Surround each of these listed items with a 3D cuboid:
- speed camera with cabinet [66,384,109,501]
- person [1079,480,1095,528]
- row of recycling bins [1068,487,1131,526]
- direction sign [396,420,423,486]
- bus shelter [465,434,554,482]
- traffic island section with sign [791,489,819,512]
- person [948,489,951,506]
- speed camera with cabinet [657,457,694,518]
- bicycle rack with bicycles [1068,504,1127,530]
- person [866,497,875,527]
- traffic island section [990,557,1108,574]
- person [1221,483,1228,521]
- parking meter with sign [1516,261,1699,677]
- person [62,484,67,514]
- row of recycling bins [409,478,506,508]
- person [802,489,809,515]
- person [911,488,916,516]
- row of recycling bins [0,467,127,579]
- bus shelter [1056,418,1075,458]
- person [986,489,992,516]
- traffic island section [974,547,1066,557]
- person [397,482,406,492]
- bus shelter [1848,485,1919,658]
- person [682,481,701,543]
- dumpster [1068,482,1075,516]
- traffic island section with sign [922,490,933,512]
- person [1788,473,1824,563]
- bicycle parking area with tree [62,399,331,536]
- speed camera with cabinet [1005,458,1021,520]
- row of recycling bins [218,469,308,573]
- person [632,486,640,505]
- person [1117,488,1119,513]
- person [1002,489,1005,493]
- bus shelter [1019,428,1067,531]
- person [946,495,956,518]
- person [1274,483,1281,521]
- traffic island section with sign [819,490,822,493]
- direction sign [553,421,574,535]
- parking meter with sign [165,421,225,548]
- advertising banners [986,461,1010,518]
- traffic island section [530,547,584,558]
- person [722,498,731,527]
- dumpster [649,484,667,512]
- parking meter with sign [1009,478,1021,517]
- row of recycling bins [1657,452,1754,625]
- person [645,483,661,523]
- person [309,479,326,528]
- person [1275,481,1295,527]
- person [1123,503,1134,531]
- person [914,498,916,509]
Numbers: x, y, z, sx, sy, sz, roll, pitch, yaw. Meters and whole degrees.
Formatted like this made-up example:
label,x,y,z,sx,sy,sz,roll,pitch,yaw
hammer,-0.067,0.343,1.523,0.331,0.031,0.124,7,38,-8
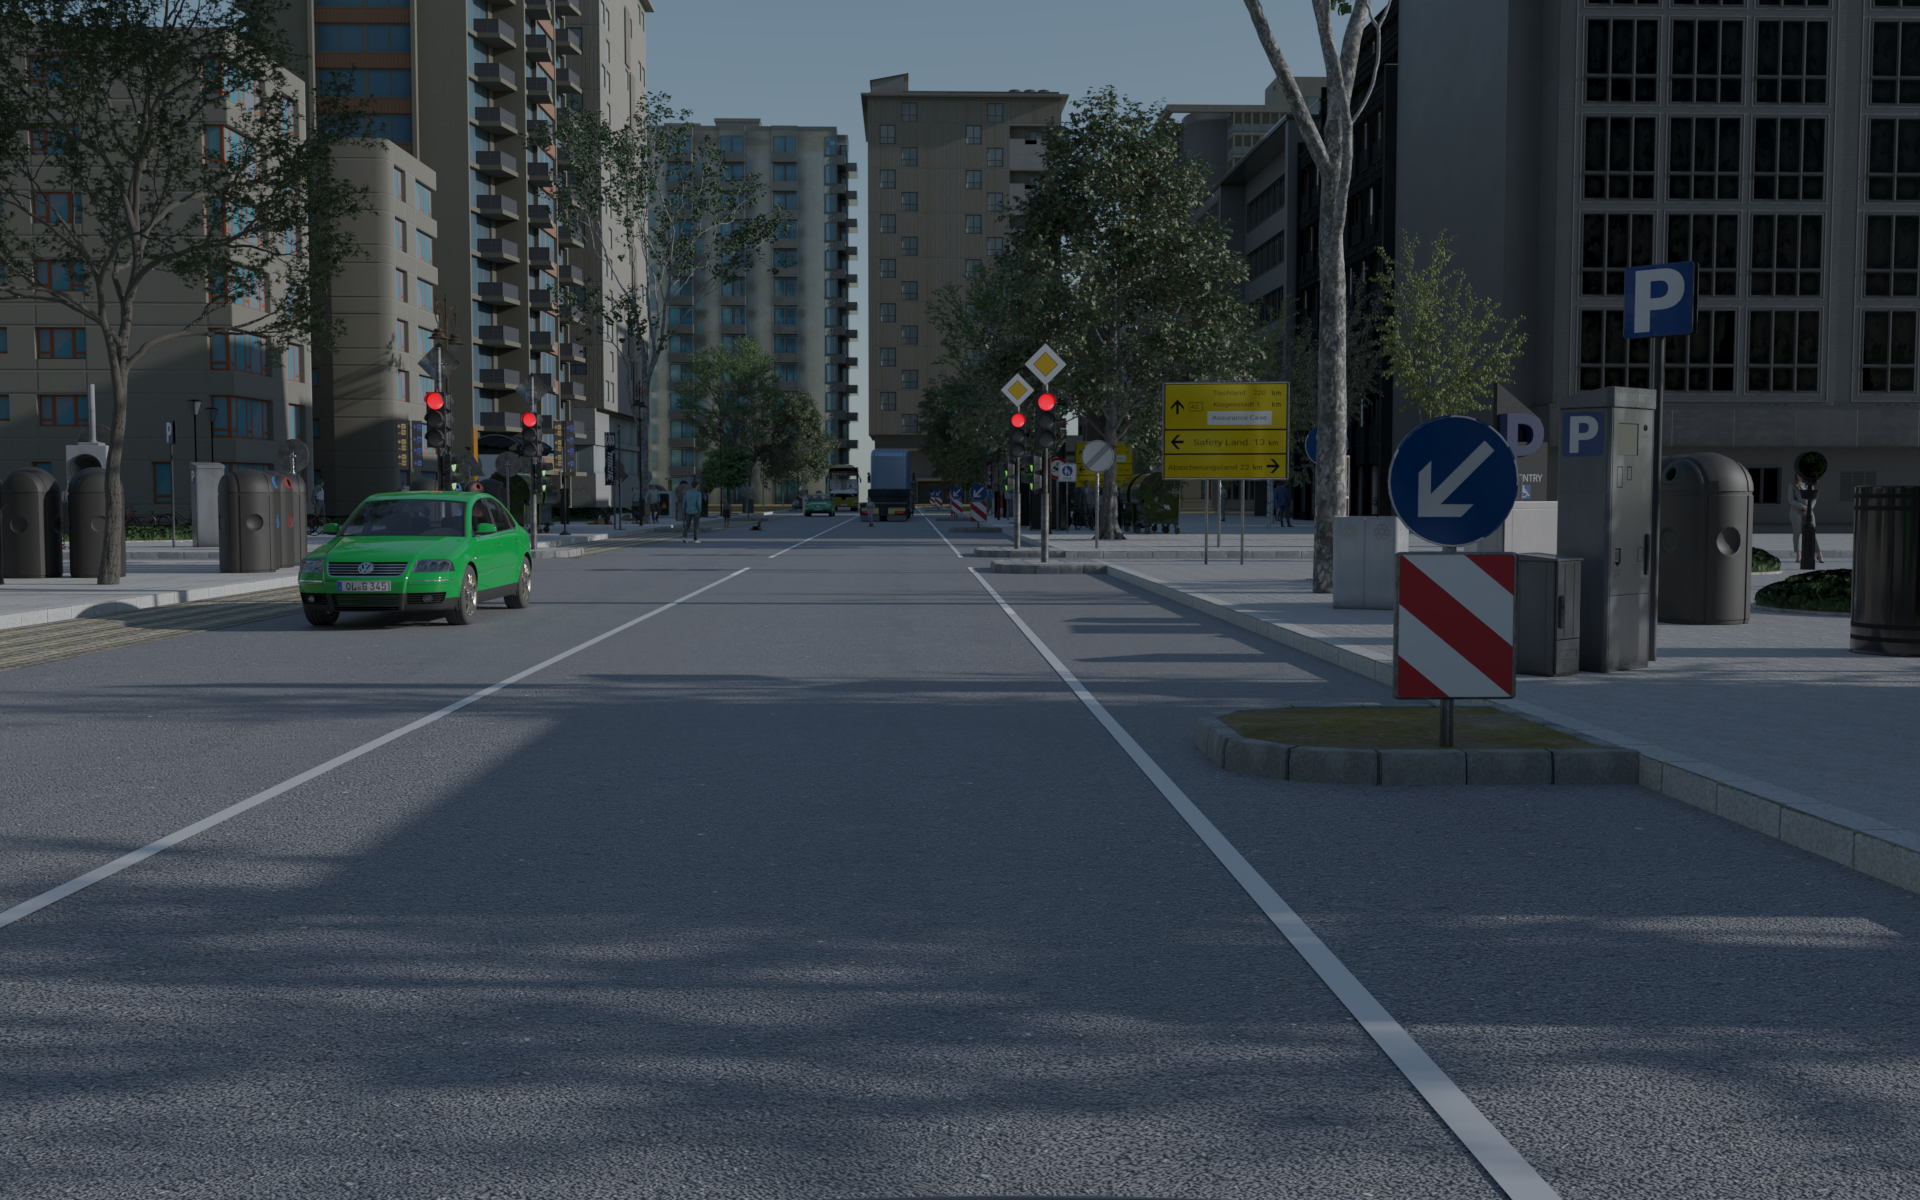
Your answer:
label,x,y,z,sx,sy,sz,roll,pitch,yaw
speed camera with cabinet,-16.286,-2.241,30.971,2.038,3.252,0.660,-1,4,-12
person,4.858,-3.646,65.768,0.709,1.813,0.853,0,4,3
row of recycling bins,5.415,-3.817,69.523,3.534,1.692,1.069,1,4,11
direction sign,-16.874,-3.740,53.150,0.379,3.537,0.876,3,5,40
bus shelter,-15.739,-4.108,61.087,2.014,3.302,5.546,0,4,-2
traffic island section with sign,-12.811,-8.146,141.811,1.989,1.847,2.006,0,4,-2
person,-1.005,-11.133,188.037,0.705,1.831,1.348,2,4,30
speed camera with cabinet,-15.152,-5.993,92.327,2.038,3.252,0.660,2,4,25
bicycle rack with bicycles,5.194,-2.969,61.922,2.852,0.926,2.925,-1,4,-15
person,-3.936,-3.879,76.203,0.425,1.301,0.394,0,4,5
traffic island section,1.612,-0.623,32.466,2.009,0.180,2.903,0,4,-2
person,12.330,-4.617,81.737,0.583,1.804,0.606,-3,5,-39
parking meter with sign,4.699,-1.004,12.679,1.738,3.016,0.543,-3,5,-41
person,-32.804,-3.469,63.770,0.522,1.701,0.512,3,4,39
row of recycling bins,-13.231,-2.353,45.581,1.069,1.692,3.534,1,4,20
person,-10.384,-6.577,116.709,0.551,1.740,0.621,2,4,24
person,-3.206,-6.411,113.238,0.656,1.842,0.836,0,4,-3
row of recycling bins,-14.663,-1.195,26.647,3.534,1.692,1.069,0,4,-2
bus shelter,4.615,-6.796,88.754,2.179,5.291,8.768,0,4,-2
person,1.697,-5.884,102.582,0.444,1.785,0.601,0,4,0
traffic island section,1.356,-1.111,40.447,2.009,0.180,2.903,0,4,-2
person,-26.490,-4.664,82.267,0.622,1.834,0.822,-3,4,-37
bus shelter,7.539,-1.972,9.873,2.179,5.291,8.768,0,4,-2
person,-7.889,-2.587,50.819,0.660,1.820,0.620,1,4,19
dumpster,5.985,-5.723,96.057,1.502,2.255,1.985,0,4,-2
traffic island section with sign,-1.895,-8.166,142.149,1.989,1.847,2.006,0,4,-2
person,15.782,-1.589,32.295,0.520,1.790,0.573,-1,4,-15
bicycle parking area with tree,-24.135,-4.158,54.984,9.016,4.147,8.231,0,4,-5
speed camera with cabinet,2.827,-5.488,84.068,0.660,3.252,2.038,-1,4,-22
row of recycling bins,-11.960,-1.380,29.682,1.069,1.692,3.534,-1,4,-10
person,-18.293,-5.625,98.504,0.782,1.767,0.515,-1,4,-21
person,10.373,-6.630,114.622,0.721,1.800,0.419,-1,4,-21
person,4.330,-10.018,170.499,0.621,1.740,0.551,-2,4,-34
bus shelter,2.860,-4.429,63.695,1.731,3.624,6.357,0,4,-2
person,-0.475,-5.518,99.285,0.480,1.755,0.524,3,4,36
person,14.921,-4.607,81.387,0.654,1.822,0.581,-3,5,-42
traffic island section with sign,-13.673,-9.794,168.752,1.989,1.847,2.006,0,4,-2
direction sign,-12.315,-3.787,53.916,0.379,3.537,0.876,2,4,31
parking meter with sign,-18.155,-2.788,41.840,1.738,3.016,0.543,-3,5,-40
advertising banners,2.003,-5.869,92.141,0.090,3.025,2.074,3,4,38
traffic island section,-9.880,-1.089,40.093,2.009,0.180,2.903,0,4,-2
person,-9.970,-3.717,73.944,0.362,1.253,0.373,1,4,10
dumpster,-18.120,-5.927,102.671,1.264,1.857,1.865,0,4,-2
parking meter with sign,2.988,-6.086,95.764,0.543,3.016,1.738,-1,4,-23
row of recycling bins,7.575,-0.703,18.612,1.069,1.692,3.534,0,4,5
person,-13.720,-4.315,77.074,0.782,1.767,0.515,-2,4,-33
person,-23.843,-3.563,64.399,0.850,1.850,0.679,0,4,-2
person,12.642,-3.749,67.522,0.721,1.800,0.419,3,4,37
person,5.909,-3.301,59.982,0.580,1.828,0.573,3,4,36
person,-4.400,-9.131,161.020,0.697,1.427,0.421,2,4,24
